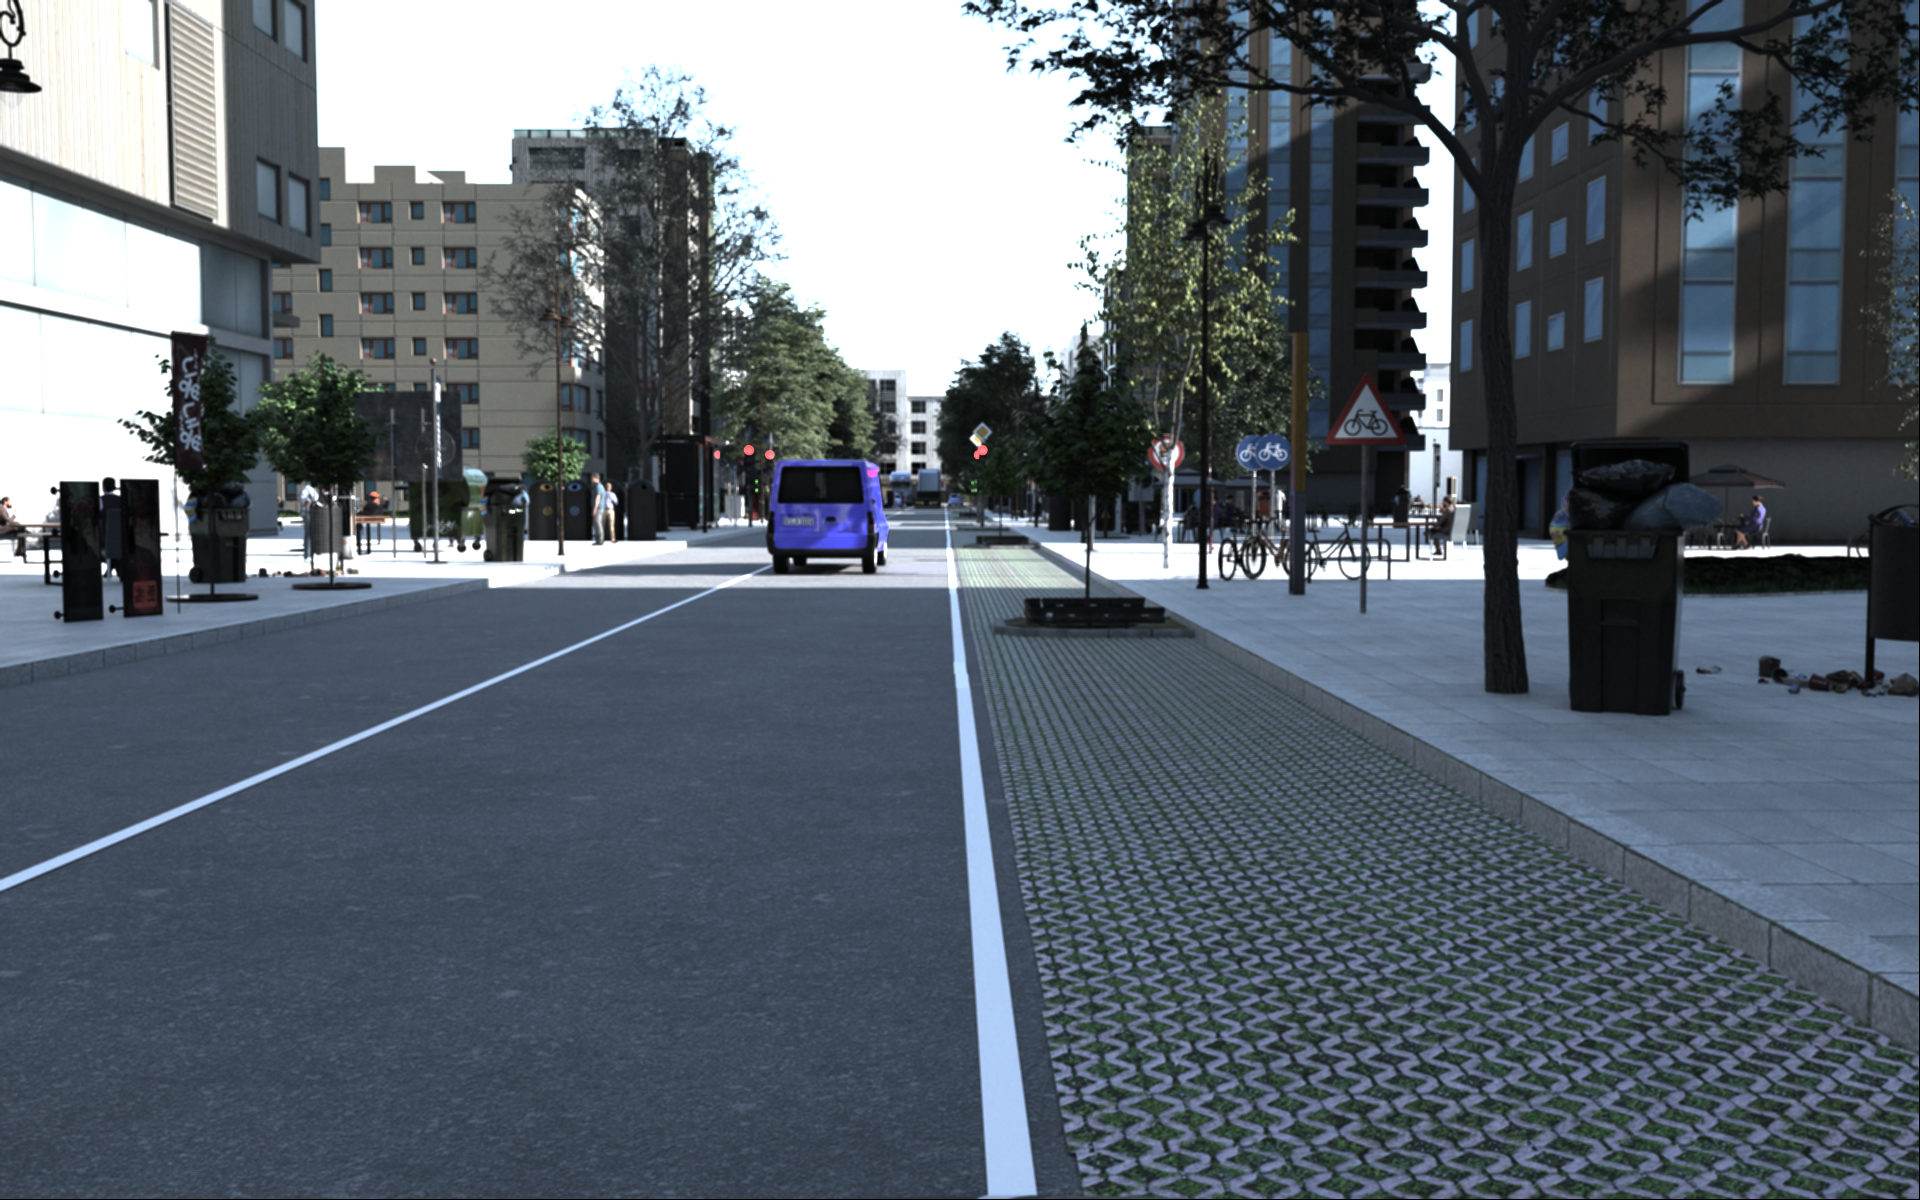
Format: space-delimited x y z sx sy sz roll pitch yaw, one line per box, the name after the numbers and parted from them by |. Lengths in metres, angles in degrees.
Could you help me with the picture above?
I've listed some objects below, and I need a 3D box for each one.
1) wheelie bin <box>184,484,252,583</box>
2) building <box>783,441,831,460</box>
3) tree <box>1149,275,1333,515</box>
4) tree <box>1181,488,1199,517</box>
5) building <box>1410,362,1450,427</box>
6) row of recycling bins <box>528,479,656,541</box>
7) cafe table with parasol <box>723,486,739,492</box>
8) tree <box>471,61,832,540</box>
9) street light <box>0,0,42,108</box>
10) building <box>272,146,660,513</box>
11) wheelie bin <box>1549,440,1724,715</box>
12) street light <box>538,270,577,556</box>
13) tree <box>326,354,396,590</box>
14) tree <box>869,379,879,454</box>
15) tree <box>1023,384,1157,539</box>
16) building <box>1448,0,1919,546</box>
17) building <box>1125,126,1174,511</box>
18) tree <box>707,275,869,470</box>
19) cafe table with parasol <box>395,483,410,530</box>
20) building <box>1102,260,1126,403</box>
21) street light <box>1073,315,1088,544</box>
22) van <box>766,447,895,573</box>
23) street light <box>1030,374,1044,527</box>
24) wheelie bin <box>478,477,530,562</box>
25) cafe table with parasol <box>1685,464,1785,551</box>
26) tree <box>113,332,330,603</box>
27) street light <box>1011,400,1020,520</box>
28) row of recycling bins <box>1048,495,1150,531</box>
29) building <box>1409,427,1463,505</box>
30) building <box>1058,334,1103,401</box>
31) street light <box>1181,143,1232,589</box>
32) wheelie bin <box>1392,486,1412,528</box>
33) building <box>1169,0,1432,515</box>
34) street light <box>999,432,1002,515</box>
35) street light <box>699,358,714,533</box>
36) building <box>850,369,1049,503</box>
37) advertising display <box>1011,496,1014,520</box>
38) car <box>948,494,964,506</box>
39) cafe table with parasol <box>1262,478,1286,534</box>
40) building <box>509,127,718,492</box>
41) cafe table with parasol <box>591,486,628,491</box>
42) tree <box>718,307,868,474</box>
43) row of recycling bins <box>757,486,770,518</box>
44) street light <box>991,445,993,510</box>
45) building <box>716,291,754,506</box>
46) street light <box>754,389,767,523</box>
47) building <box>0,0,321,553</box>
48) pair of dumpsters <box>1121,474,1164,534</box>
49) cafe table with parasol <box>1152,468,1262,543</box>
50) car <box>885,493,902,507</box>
-10.703 -1.051 25.095 0.693 1.594 0.980 2 4 30 | wheelie bin
-29.889 -18.840 250.173 28.070 9.664 9.099 0 4 -1 | building
14.737 -10.660 91.293 9.611 12.733 9.660 0 3 0 | tree
13.159 -6.394 99.141 1.663 3.219 1.824 0 3 0 | tree
64.847 -24.346 254.475 11.380 20.091 16.016 0 4 -1 | building
-10.147 -2.486 47.764 3.534 1.692 1.069 0 4 -1 | row of recycling bins
-15.439 -7.210 122.746 2.610 1.966 2.610 0 4 -7 | cafe table with parasol
-8.811 -8.468 48.825 12.009 13.543 11.850 0 3 0 | tree
-8.215 -2.546 14.415 0.468 5.910 1.993 0 4 -1 | street light
-35.452 -16.261 110.910 27.650 21.520 28.899 0 4 -1 | building
3.975 -0.144 10.256 0.980 1.594 0.693 2 4 27 | wheelie bin
-8.307 -3.860 35.901 0.468 5.910 1.993 0 4 -1 | street light
-8.631 -1.776 23.640 1.663 3.219 1.824 0 3 0 | tree
-9.652 -12.978 130.325 7.486 12.596 7.792 0 3 0 | tree
4.238 -4.057 50.038 4.285 4.588 4.351 0 3 0 | tree
22.958 -24.364 48.467 14.600 45.320 14.200 0 4 -1 | building
20.097 -22.466 139.013 14.160 30.474 14.107 0 4 -1 | building
-9.501 -10.542 90.491 7.486 12.596 7.792 0 3 0 | tree
-18.870 -3.484 61.836 2.610 1.966 2.610 -1 4 -17 | cafe table with parasol
27.493 -19.813 167.923 27.936 21.610 32.646 0 4 -1 | building
3.209 -4.406 44.828 0.468 5.910 1.993 0 4 -1 | street light
-2.428 -1.749 32.973 2.240 2.365 5.245 0 4 0 | van
2.963 -5.769 67.112 0.468 5.910 1.993 0 4 -1 | street light
-8.575 -1.518 32.733 0.980 1.594 0.693 -3 5 -42 | wheelie bin
17.613 -2.136 39.795 2.610 1.966 2.610 1 4 11 | cafe table with parasol
-8.926 -1.603 20.805 1.663 3.219 1.824 0 3 0 | tree
2.775 -6.851 84.809 0.468 5.910 1.993 0 4 -1 | street light
4.844 -3.259 60.391 3.534 1.692 1.069 0 4 6 | row of recycling bins
50.030 -16.491 211.777 28.070 9.664 9.099 0 4 -1 | building
20.820 -20.397 199.954 16.747 18.905 31.486 0 4 -1 | building
3.295 -3.092 23.342 0.468 5.910 1.993 0 4 -1 | street light
16.711 -3.525 65.537 0.693 1.594 0.980 1 4 19 | wheelie bin
21.493 -28.278 112.461 14.600 45.320 14.200 0 4 -1 | building
2.471 -8.166 106.294 0.468 5.910 1.993 0 4 -1 | street light
-8.479 -5.175 57.402 0.468 5.910 1.993 0 4 -1 | street light
-0.139 -23.645 253.054 31.486 18.905 16.747 0 4 -1 | building
2.632 -5.001 86.977 0.123 1.923 0.974 0 4 2 | advertising display
-0.470 -11.704 200.943 1.945 1.707 3.694 0 4 1 | car
9.375 -3.124 55.938 2.610 1.966 2.610 -1 4 -11 | cafe table with parasol
-27.593 -22.535 140.156 14.160 30.474 14.107 0 4 -1 | building
-19.324 -5.547 95.564 2.610 1.966 2.610 0 4 2 | cafe table with parasol
-10.261 -11.483 104.750 9.611 12.733 9.660 0 3 0 | tree
-9.741 -5.251 92.958 1.069 1.692 3.534 3 4 37 | row of recycling bins
2.401 -9.509 128.254 0.468 5.910 1.993 0 4 -1 | street light
-29.086 -18.351 166.497 16.747 18.905 31.486 0 4 -1 | building
-8.703 -6.312 75.990 0.468 5.910 1.993 0 4 -1 | street light
-33.291 -27.627 40.945 27.495 52.752 28.713 0 4 -1 | building
5.762 -3.336 57.035 1.574 2.255 4.437 0 4 -1 | pair of dumpsters
6.053 -2.506 45.841 2.610 1.966 2.610 -2 4 -27 | cafe table with parasol
-7.291 -11.119 191.390 1.945 1.707 3.694 0 4 0 | car
